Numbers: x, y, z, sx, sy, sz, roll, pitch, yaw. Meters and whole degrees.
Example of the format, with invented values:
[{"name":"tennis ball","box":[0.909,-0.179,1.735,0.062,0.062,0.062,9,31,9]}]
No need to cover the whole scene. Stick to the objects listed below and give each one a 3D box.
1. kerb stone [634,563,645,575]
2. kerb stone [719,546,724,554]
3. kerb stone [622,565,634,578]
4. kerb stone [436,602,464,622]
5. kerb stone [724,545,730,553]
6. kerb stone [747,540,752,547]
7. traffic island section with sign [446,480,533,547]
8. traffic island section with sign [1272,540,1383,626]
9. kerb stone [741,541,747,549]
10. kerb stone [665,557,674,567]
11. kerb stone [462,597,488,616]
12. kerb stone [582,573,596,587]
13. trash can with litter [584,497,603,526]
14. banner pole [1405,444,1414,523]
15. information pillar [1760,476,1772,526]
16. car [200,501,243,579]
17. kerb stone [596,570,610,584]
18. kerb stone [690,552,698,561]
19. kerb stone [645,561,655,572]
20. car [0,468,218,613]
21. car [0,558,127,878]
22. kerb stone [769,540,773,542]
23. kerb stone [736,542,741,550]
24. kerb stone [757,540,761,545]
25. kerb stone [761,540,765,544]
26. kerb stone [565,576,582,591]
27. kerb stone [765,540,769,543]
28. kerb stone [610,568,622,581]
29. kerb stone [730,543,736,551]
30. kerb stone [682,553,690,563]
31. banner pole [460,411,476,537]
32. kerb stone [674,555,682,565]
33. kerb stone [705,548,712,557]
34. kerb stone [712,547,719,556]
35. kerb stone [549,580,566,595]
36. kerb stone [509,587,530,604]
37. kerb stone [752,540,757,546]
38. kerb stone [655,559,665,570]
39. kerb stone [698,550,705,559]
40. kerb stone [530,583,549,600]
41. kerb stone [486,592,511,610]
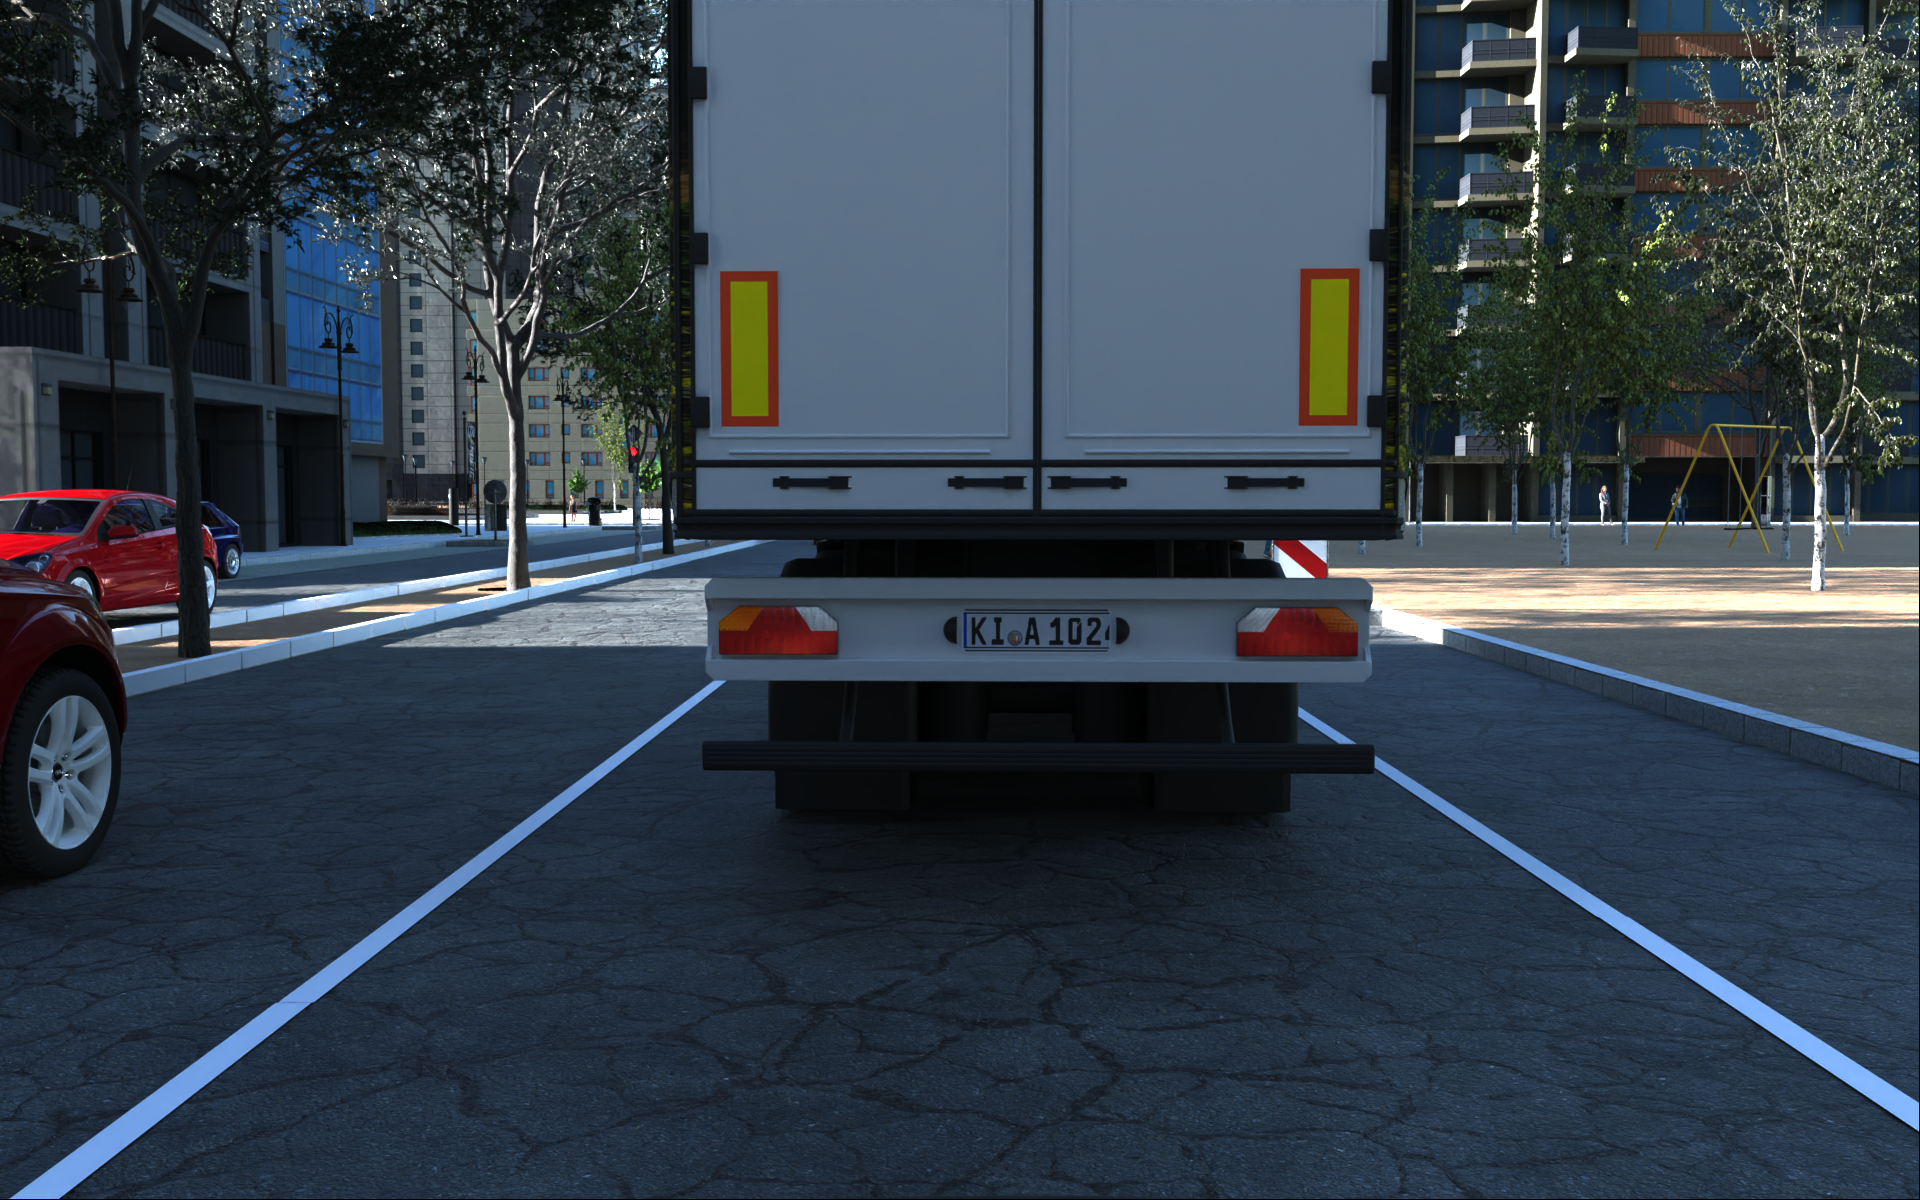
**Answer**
[{"name":"kerb stone","box":[-5.839,-0.538,31.030,0.120,0.150,1.000,0,4,0]},{"name":"kerb stone","box":[-5.807,-1.168,41.288,0.120,0.150,1.000,0,4,0]},{"name":"kerb stone","box":[-5.849,-0.477,30.006,0.120,0.150,1.000,0,4,0]},{"name":"kerb stone","box":[-5.887,0.151,19.743,0.120,0.150,1.000,0,4,0]},{"name":"kerb stone","box":[-5.807,-1.230,42.327,0.120,0.150,1.000,0,4,0]},{"name":"kerb stone","box":[-5.780,-1.483,46.439,0.120,0.150,1.000,0,4,0]},{"name":"traffic island section with sign","box":[-12.876,-2.386,47.636,1.989,1.847,2.006,0,4,0]},{"name":"traffic island section with sign","box":[3.630,-0.685,19.824,1.989,1.847,2.006,0,4,0]},{"name":"kerb stone","box":[-5.786,-1.419,45.404,0.120,0.150,1.000,0,4,0]},{"name":"kerb stone","box":[-5.822,-0.725,34.103,0.120,0.150,1.000,0,4,0]},{"name":"kerb stone","box":[-5.888,0.087,20.769,0.120,0.150,1.000,0,4,0]},{"name":"kerb stone","box":[-5.861,-0.288,26.914,0.120,0.150,1.000,0,4,0]},{"name":"trash can with litter","box":[-14.827,-3.596,70.179,0.624,1.170,1.055,0,4,-2]},{"name":"banner pole","box":[19.685,-5.298,76.637,0.863,3.779,0.401,1,4,10]},{"name":"information pillar","box":[32.664,-4.020,70.212,0.304,2.012,0.304,-3,5,-39]},{"name":"car","box":[-13.145,-0.938,27.915,1.945,1.354,3.894,0,4,2]},{"name":"kerb stone","box":[-5.849,-0.351,27.947,0.120,0.150,1.000,0,4,0]},{"name":"kerb stone","box":[-5.820,-0.910,37.189,0.120,0.150,1.000,0,4,0]},{"name":"kerb stone","box":[-5.843,-0.602,32.052,0.120,0.150,1.000,0,4,0]},{"name":"car","box":[-9.665,-0.587,18.635,2.155,1.783,4.494,0,4,1]},{"name":"car","box":[-4.383,0.232,4.884,2.281,1.827,5.304,0,4,2]},{"name":"kerb stone","box":[-5.763,-1.796,51.556,0.120,0.150,1.000,0,4,0]},{"name":"kerb stone","box":[-5.790,-1.357,44.381,0.120,0.150,1.000,0,4,0]},{"name":"kerb stone","box":[-5.771,-1.603,48.483,0.120,0.150,1.000,0,4,0]},{"name":"kerb stone","box":[-5.768,-1.670,49.507,0.120,0.150,1.000,0,4,0]},{"name":"kerb stone","box":[-5.864,-0.226,25.892,0.120,0.150,1.000,0,4,0]},{"name":"kerb stone","box":[-5.763,-1.733,50.529,0.120,0.150,1.000,0,4,0]},{"name":"kerb stone","box":[-5.852,-0.413,28.984,0.120,0.150,1.000,0,4,0]},{"name":"kerb stone","box":[-5.795,-1.294,43.359,0.120,0.150,1.000,0,4,0]},{"name":"kerb stone","box":[-5.821,-0.854,36.160,0.120,0.150,1.000,0,4,0]},{"name":"banner pole","box":[-14.840,-3.815,52.389,0.401,3.779,0.863,1,4,14]},{"name":"kerb stone","box":[-5.824,-0.789,35.138,0.120,0.150,1.000,0,4,0]},{"name":"kerb stone","box":[-5.809,-1.039,39.242,0.120,0.150,1.000,0,4,0]},{"name":"kerb stone","box":[-5.801,-1.105,40.263,0.120,0.150,1.000,0,4,0]},{"name":"kerb stone","box":[-5.867,-0.163,24.864,0.120,0.150,1.000,0,4,0]},{"name":"kerb stone","box":[-5.880,-0.038,22.816,0.120,0.150,1.000,0,4,0]},{"name":"kerb stone","box":[-5.766,-1.541,47.461,0.120,0.150,1.000,0,4,0]},{"name":"kerb stone","box":[-5.829,-0.664,33.081,0.120,0.150,1.000,0,4,0]},{"name":"kerb stone","box":[-5.818,-0.977,38.210,0.120,0.150,1.000,0,4,0]},{"name":"kerb stone","box":[-5.870,-0.101,23.842,0.120,0.150,1.000,0,4,0]},{"name":"kerb stone","box":[-5.873,0.025,21.791,0.120,0.150,1.000,0,4,0]}]
